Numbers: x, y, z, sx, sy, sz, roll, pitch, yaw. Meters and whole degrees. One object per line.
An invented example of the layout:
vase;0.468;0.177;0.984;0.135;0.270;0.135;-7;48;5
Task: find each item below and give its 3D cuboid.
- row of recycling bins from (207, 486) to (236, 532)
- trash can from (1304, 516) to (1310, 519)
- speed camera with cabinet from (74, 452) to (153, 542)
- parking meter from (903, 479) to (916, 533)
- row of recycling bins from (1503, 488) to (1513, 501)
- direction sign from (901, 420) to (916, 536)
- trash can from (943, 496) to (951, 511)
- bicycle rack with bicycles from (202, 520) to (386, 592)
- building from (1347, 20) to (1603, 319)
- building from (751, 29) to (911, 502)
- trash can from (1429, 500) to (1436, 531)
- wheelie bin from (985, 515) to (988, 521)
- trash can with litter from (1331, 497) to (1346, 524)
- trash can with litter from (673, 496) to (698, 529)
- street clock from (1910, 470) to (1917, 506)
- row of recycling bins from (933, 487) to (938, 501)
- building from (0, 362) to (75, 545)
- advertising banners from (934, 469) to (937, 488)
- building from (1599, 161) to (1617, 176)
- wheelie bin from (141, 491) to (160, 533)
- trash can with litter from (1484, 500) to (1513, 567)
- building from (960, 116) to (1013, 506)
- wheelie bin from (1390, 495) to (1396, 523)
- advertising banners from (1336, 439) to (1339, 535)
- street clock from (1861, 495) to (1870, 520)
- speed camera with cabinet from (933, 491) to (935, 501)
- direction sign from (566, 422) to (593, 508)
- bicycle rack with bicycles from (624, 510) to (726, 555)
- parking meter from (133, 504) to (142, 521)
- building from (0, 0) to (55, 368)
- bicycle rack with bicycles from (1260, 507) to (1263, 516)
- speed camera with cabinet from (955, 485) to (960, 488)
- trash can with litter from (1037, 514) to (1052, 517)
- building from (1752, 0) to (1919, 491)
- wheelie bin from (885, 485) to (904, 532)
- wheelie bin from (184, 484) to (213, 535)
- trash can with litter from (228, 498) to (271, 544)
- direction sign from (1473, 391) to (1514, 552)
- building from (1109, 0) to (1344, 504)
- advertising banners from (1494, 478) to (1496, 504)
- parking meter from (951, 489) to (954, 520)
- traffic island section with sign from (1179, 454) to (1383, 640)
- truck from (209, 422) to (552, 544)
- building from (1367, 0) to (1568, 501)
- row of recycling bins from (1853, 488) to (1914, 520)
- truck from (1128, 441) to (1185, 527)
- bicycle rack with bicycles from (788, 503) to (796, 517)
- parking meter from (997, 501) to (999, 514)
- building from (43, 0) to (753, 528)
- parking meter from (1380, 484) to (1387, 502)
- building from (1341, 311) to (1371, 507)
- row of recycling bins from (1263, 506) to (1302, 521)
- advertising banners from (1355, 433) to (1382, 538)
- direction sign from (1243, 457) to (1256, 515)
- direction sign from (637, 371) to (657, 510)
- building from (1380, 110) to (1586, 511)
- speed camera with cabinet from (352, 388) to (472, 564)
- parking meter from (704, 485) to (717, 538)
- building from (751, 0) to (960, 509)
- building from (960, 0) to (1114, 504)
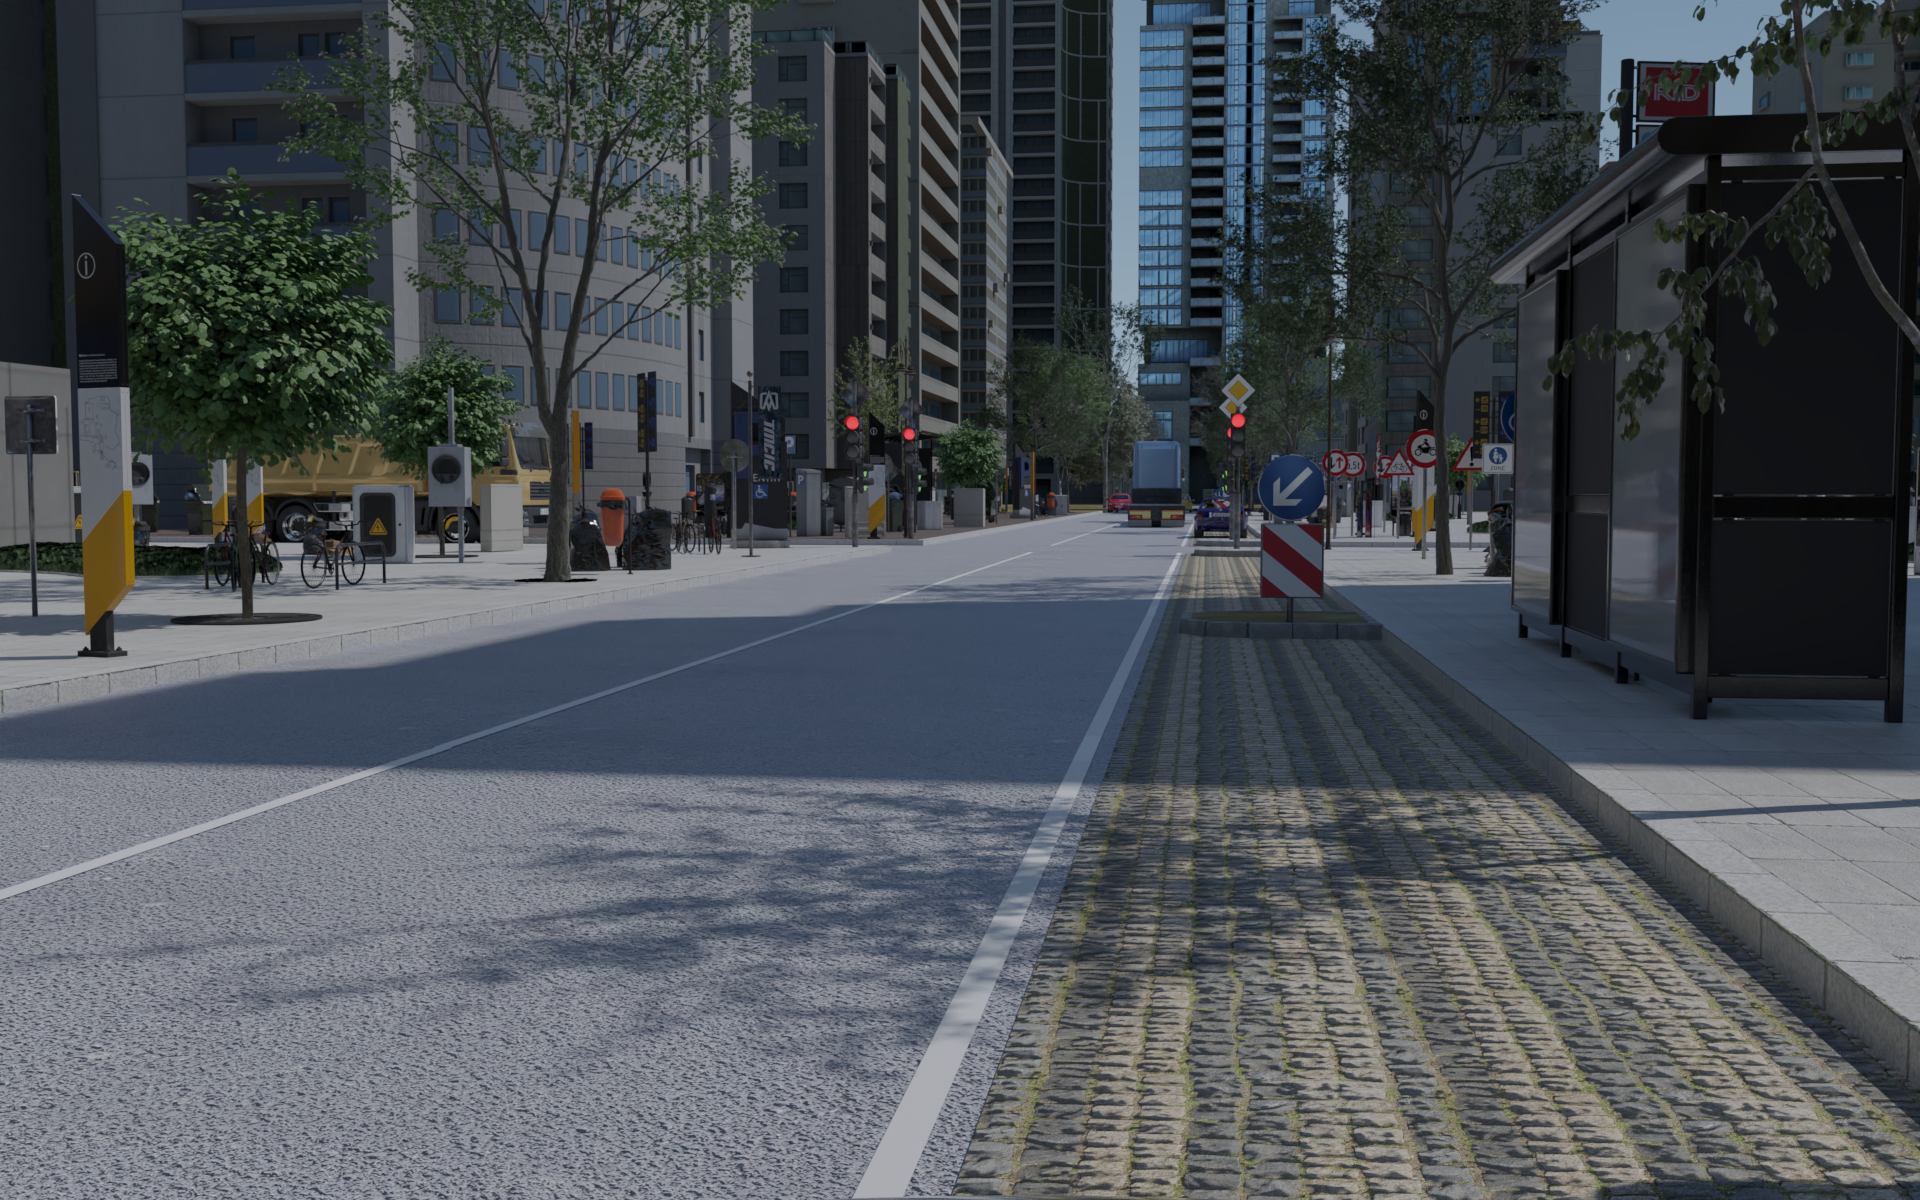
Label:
row of recycling bins;-25.726;-3.252;60.280;1.069;1.692;3.534;-2;4;-35
trash can;17.770;-4.750;89.321;0.748;1.137;0.748;0;3;0
speed camera with cabinet;-18.763;-2.658;37.802;0.660;3.252;2.038;3;5;41
parking meter;-1.664;-3.145;57.140;0.399;1.863;0.255;-2;4;-27
row of recycling bins;37.765;-6.670;116.174;3.534;1.692;1.069;-2;4;-35
direction sign;-1.594;-3.764;53.533;0.379;3.537;0.876;2;4;27
trash can;-0.830;-6.778;122.477;0.748;1.137;0.748;0;3;0
bicycle rack with bicycles;-9.323;-0.642;23.883;2.852;0.926;2.925;0;4;3
building;64.415;-41.531;221.031;28.212;58.520;21.231;0;4;8
building;-11.279;-20.821;112.118;14.160;30.474;14.107;0;4;8
trash can;16.300;-2.929;59.541;0.748;1.137;0.748;0;3;0
wheelie bin;0.931;-4.632;83.637;0.693;1.594;0.980;1;4;23
trash can with litter;16.387;-3.934;75.710;0.624;1.170;1.055;2;4;33
trash can with litter;-10.533;-3.269;64.512;2.233;1.210;1.678;-3;5;-41
street clock;29.135;-2.949;52.794;0.358;2.002;0.471;0;4;4
row of recycling bins;-2.276;-5.046;89.622;1.069;1.692;3.534;-2;4;-34
building;-29.082;-35.787;23.366;20.611;71.187;20.563;0;4;8
advertising banners;-1.998;-7.587;120.236;0.090;3.025;2.074;-2;4;-25
building;93.255;-34.495;218.620;28.867;44.769;22.147;0;4;8
wheelie bin;-27.138;-3.055;57.861;0.693;1.594;0.980;-1;4;-19
trash can with litter;9.386;-1.153;30.234;0.624;1.170;1.055;0;4;1
building;-7.501;-29.602;175.876;23.993;40.220;32.217;0;4;8
wheelie bin;19.293;-4.155;75.838;0.980;1.594;0.693;2;4;31
advertising banners;11.881;-3.578;54.692;0.090;3.025;2.074;1;4;10
street clock;29.197;-3.137;55.864;0.358;2.002;0.471;0;4;0
speed camera with cabinet;-1.877;-5.468;83.745;0.660;3.252;2.038;2;4;24
direction sign;-11.925;-3.843;54.822;0.876;3.537;0.379;2;4;35
bicycle rack with bicycles;-6.380;-1.483;37.632;2.852;0.926;2.925;-1;4;-11
parking meter;-18.911;-1.907;39.596;0.372;1.533;0.369;0;3;0
building;-44.153;-18.318;71.205;14.107;30.474;14.160;0;4;8
bicycle rack with bicycles;18.518;-5.159;97.729;2.925;0.926;2.852;1;4;15
speed camera with cabinet;0.659;-7.691;120.080;2.038;3.252;0.660;1;4;21
trash can with litter;4.285;-5.289;97.532;2.233;1.210;1.678;-2;4;-24
building;90.244;-33.223;166.895;21.600;48.544;21.300;0;4;8
wheelie bin;-2.309;-3.105;58.679;0.693;1.594;0.980;-3;5;-44
wheelie bin;-23.966;-2.851;54.527;0.693;1.594;0.980;1;4;15
trash can with litter;-18.320;-2.035;44.665;1.055;1.170;0.624;0;4;1
direction sign;11.737;-2.823;38.152;0.876;3.537;0.379;0;4;6
building;35.196;-55.799;224.982;31.000;86.520;22.319;0;4;8
advertising banners;24.253;-5.042;78.627;0.090;3.025;2.074;1;4;12
parking meter;-0.276;-4.749;86.049;0.372;1.533;0.369;0;3;0
traffic island section with sign;3.292;-0.571;17.967;1.989;1.847;2.006;0;4;8
truck;-15.141;-3.114;46.835;9.791;3.379;3.469;1;4;8
building;42.830;-30.465;148.219;14.600;45.320;14.200;0;4;8
row of recycling bins;40.582;-4.219;76.090;1.069;1.692;3.534;0;4;-5
truck;9.378;-5.678;82.601;2.967;4.110;18.799;0;4;6
bicycle rack with bicycles;-7.117;-3.320;67.662;2.925;0.926;2.852;0;4;-8
parking meter;2.285;-6.272;110.961;0.372;1.533;0.369;0;3;0
building;-23.101;-32.679;76.308;21.231;58.520;28.212;0;4;8
parking meter;24.168;-5.697;98.856;0.399;1.863;0.255;-2;4;-32
building;52.532;-19.832;169.292;27.650;21.520;28.899;0;4;8
row of recycling bins;15.511;-4.650;83.145;1.069;1.692;3.534;-1;4;-10
advertising banners;12.028;-3.350;50.954;0.090;3.025;2.074;0;4;-6
direction sign;17.619;-6.936;105.399;0.876;3.537;0.379;3;5;44
direction sign;-5.829;-2.466;32.310;0.379;3.537;0.876;-2;4;-32
building;39.860;-22.204;134.741;14.160;30.474;14.107;0;4;8
speed camera with cabinet;-10.135;-2.306;32.031;2.038;3.252;0.660;0;4;-4
parking meter;-7.348;-2.607;51.039;0.372;1.533;0.369;0;3;0
building;-12.016;-31.411;137.264;21.300;48.544;21.600;0;4;8
building;9.286;-48.326;228.380;20.611;71.187;20.563;0;4;8
